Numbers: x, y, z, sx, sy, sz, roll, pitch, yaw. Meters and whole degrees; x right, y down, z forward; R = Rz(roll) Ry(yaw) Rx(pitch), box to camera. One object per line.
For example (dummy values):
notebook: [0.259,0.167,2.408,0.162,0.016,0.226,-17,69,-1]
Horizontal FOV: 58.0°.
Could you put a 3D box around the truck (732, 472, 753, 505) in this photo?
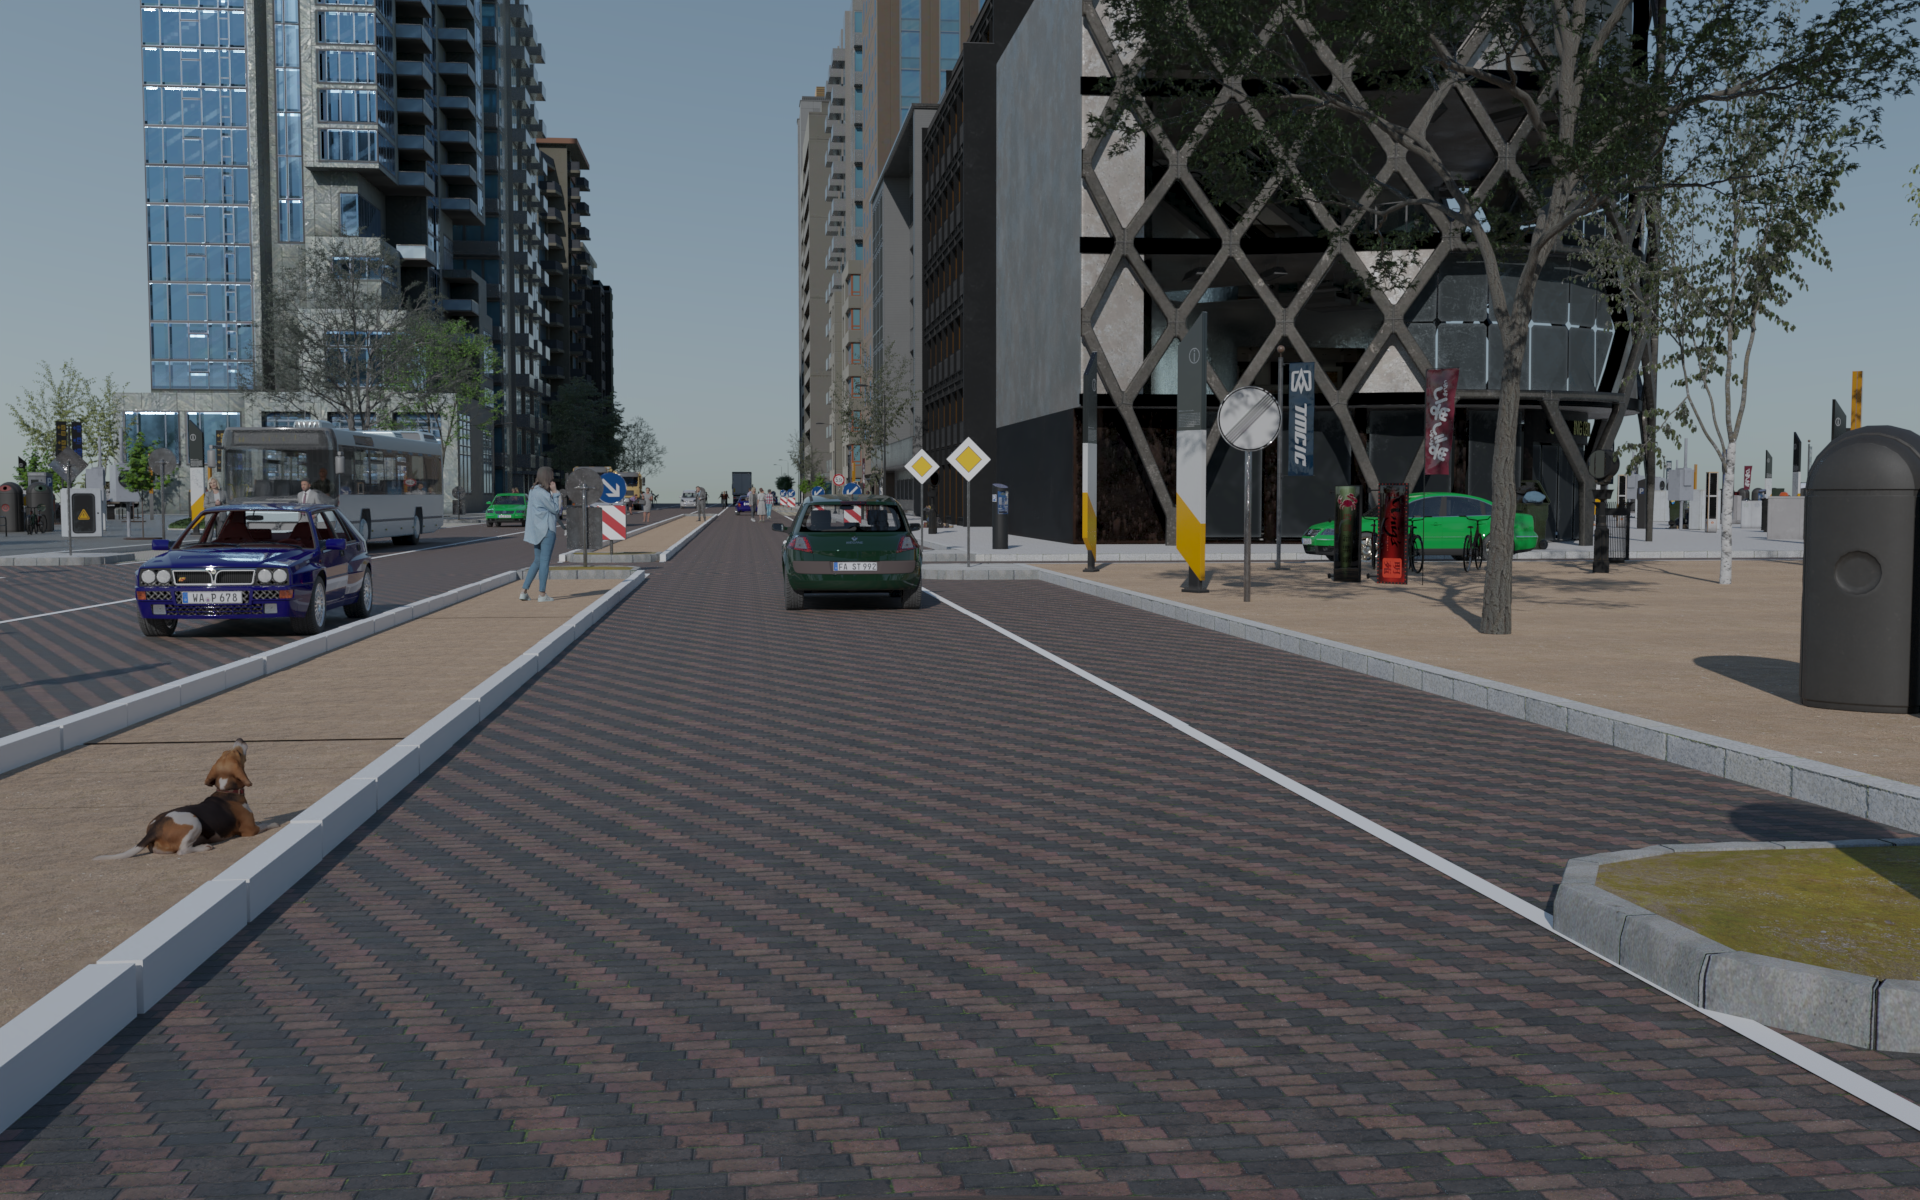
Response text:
truck: [-27.961,-14.280,222.385,2.839,4.237,11.283,0,4,-7]

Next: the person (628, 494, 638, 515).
person: [-22.614,-6.599,119.632,0.697,1.427,0.421,-1,4,-15]

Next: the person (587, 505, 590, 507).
person: [-15.707,-3.926,72.706,0.654,1.822,0.581,0,4,-7]

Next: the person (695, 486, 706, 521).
person: [-13.521,-5.010,90.217,0.655,1.846,0.447,1,4,20]

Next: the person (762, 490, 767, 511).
person: [-16.236,-8.255,143.914,0.683,1.767,0.568,-2,4,-31]

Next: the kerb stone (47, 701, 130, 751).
kerb stone: [-5.093,0.740,10.092,0.120,0.150,1.000,0,4,-7]

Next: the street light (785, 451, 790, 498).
street light: [-18.136,-13.228,188.815,1.470,5.913,1.316,0,4,-7]

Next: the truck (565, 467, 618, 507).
truck: [-26.226,-7.866,124.539,3.469,3.379,9.791,0,4,-7]

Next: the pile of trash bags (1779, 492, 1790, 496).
pile of trash bags: [39.349,-4.431,82.195,1.912,1.369,3.447,2,4,33]

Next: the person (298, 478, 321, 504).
person: [-14.268,-1.785,37.953,0.678,1.792,0.850,1,4,13]

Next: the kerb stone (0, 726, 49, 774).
kerb stone: [-4.973,0.803,9.074,0.120,0.150,1.000,0,4,-7]

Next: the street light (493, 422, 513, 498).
street light: [-29.585,-8.533,112.048,1.470,5.913,1.316,0,4,-7]

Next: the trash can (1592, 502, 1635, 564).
trash can: [12.110,-1.253,32.143,0.748,1.137,0.748,0,3,0]

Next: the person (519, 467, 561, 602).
person: [-5.579,-0.869,22.969,0.793,1.790,0.793,1,4,20]

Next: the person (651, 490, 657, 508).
person: [-32.385,-10.600,181.890,1.350,1.814,0.705,-1,4,-14]

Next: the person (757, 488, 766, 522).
person: [-10.095,-4.821,87.889,0.480,1.755,0.524,-2,4,-32]

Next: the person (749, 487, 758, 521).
person: [-10.746,-5.016,90.690,0.709,1.800,0.728,-2,4,-29]

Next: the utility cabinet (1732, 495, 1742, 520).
utility cabinet: [36.505,-4.336,82.049,0.306,1.237,1.020,-2,4,-23]

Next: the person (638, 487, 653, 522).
person: [-15.984,-4.842,88.029,0.716,1.782,0.532,0,4,-6]

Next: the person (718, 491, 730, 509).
person: [-22.499,-9.528,165.102,1.217,1.723,0.721,1,4,10]

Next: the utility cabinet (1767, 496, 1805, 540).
utility cabinet: [23.449,-2.318,49.064,0.306,1.237,1.020,-3,5,-42]

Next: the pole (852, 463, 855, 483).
pole: [-6.869,-7.228,112.028,0.158,3.312,0.155,0,3,0]

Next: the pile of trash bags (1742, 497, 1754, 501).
pile of trash bags: [43.192,-5.386,97.819,3.447,1.369,1.912,2,4,29]

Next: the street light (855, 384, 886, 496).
street light: [-3.719,-6.157,73.210,1.470,5.913,1.316,0,4,-7]

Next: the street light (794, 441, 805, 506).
street light: [-13.389,-10.879,150.410,1.470,5.913,1.316,0,4,-7]

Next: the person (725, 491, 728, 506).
person: [-28.130,-12.226,208.332,0.705,1.831,1.348,-3,4,-36]

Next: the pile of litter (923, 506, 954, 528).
pile of litter: [-0.963,-3.166,65.730,1.176,0.858,1.719,-2,4,-34]

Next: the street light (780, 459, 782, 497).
street light: [-23.591,-15.885,232.258,1.470,5.913,1.316,0,4,-7]

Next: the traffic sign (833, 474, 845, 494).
traffic sign: [-7.587,-6.632,108.547,0.768,2.556,0.104,0,4,-6]

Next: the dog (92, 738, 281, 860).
dog: [-3.160,0.802,7.077,0.748,0.427,0.550,-2,4,-27]

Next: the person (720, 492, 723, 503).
person: [-36.882,-15.910,268.656,1.348,1.821,0.705,3,5,41]

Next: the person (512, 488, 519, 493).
person: [-26.945,-5.906,105.038,0.573,1.828,0.580,0,4,8]

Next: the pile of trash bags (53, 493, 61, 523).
pile of trash bags: [-39.810,-4.124,77.178,1.912,1.369,3.447,0,4,1]

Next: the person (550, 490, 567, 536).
person: [-13.868,-3.129,59.501,0.661,1.843,0.795,3,5,44]

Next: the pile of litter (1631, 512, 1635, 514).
pile of litter: [44.886,-6.105,113.789,1.719,0.858,1.176,0,4,-7]

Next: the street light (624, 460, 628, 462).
street light: [-44.645,-15.946,233.251,1.470,5.913,1.316,0,4,-7]

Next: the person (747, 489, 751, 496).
person: [-16.534,-7.814,136.123,0.709,1.838,0.599,-3,4,-36]

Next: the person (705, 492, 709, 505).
person: [-34.789,-13.945,237.188,1.217,1.739,0.721,2,4,33]

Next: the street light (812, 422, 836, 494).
street light: [-8.650,-8.558,112.459,1.470,5.913,1.316,0,4,-7]

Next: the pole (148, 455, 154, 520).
pole: [-40.102,-5.628,85.853,0.158,3.312,0.155,0,3,0]

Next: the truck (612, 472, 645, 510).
truck: [-29.639,-9.664,153.922,3.469,3.379,9.791,-1,4,-9]

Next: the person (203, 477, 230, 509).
person: [-15.943,-1.743,37.180,0.537,1.800,0.526,-2,4,-24]

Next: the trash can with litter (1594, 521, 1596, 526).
trash can with litter: [24.905,-3.620,70.237,2.233,1.210,1.678,3,4,37]

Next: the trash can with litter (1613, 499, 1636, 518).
trash can with litter: [36.245,-5.086,94.221,1.678,1.210,2.233,-3,4,-36]

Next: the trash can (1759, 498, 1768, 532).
trash can: [27.262,-2.847,58.201,0.748,1.137,0.748,0,3,0]

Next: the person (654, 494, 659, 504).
person: [-42.637,-14.174,243.437,0.799,1.438,0.628,-1,4,-9]

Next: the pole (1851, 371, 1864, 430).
pole: [14.879,-2.138,28.799,0.158,3.312,0.155,0,3,0]

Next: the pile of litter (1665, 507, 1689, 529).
pile of litter: [26.949,-3.047,63.783,1.719,0.858,1.176,3,4,38]

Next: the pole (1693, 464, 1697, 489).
pole: [50.286,-7.622,118.466,0.158,3.312,0.155,0,3,0]

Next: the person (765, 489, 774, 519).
person: [-11.210,-5.641,101.574,0.563,1.720,0.643,2,4,24]

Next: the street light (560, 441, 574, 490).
street light: [-34.241,-10.899,150.742,1.470,5.913,1.316,0,4,-7]

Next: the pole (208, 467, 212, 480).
pole: [-38.779,-5.856,89.589,0.158,3.312,0.155,0,3,0]
